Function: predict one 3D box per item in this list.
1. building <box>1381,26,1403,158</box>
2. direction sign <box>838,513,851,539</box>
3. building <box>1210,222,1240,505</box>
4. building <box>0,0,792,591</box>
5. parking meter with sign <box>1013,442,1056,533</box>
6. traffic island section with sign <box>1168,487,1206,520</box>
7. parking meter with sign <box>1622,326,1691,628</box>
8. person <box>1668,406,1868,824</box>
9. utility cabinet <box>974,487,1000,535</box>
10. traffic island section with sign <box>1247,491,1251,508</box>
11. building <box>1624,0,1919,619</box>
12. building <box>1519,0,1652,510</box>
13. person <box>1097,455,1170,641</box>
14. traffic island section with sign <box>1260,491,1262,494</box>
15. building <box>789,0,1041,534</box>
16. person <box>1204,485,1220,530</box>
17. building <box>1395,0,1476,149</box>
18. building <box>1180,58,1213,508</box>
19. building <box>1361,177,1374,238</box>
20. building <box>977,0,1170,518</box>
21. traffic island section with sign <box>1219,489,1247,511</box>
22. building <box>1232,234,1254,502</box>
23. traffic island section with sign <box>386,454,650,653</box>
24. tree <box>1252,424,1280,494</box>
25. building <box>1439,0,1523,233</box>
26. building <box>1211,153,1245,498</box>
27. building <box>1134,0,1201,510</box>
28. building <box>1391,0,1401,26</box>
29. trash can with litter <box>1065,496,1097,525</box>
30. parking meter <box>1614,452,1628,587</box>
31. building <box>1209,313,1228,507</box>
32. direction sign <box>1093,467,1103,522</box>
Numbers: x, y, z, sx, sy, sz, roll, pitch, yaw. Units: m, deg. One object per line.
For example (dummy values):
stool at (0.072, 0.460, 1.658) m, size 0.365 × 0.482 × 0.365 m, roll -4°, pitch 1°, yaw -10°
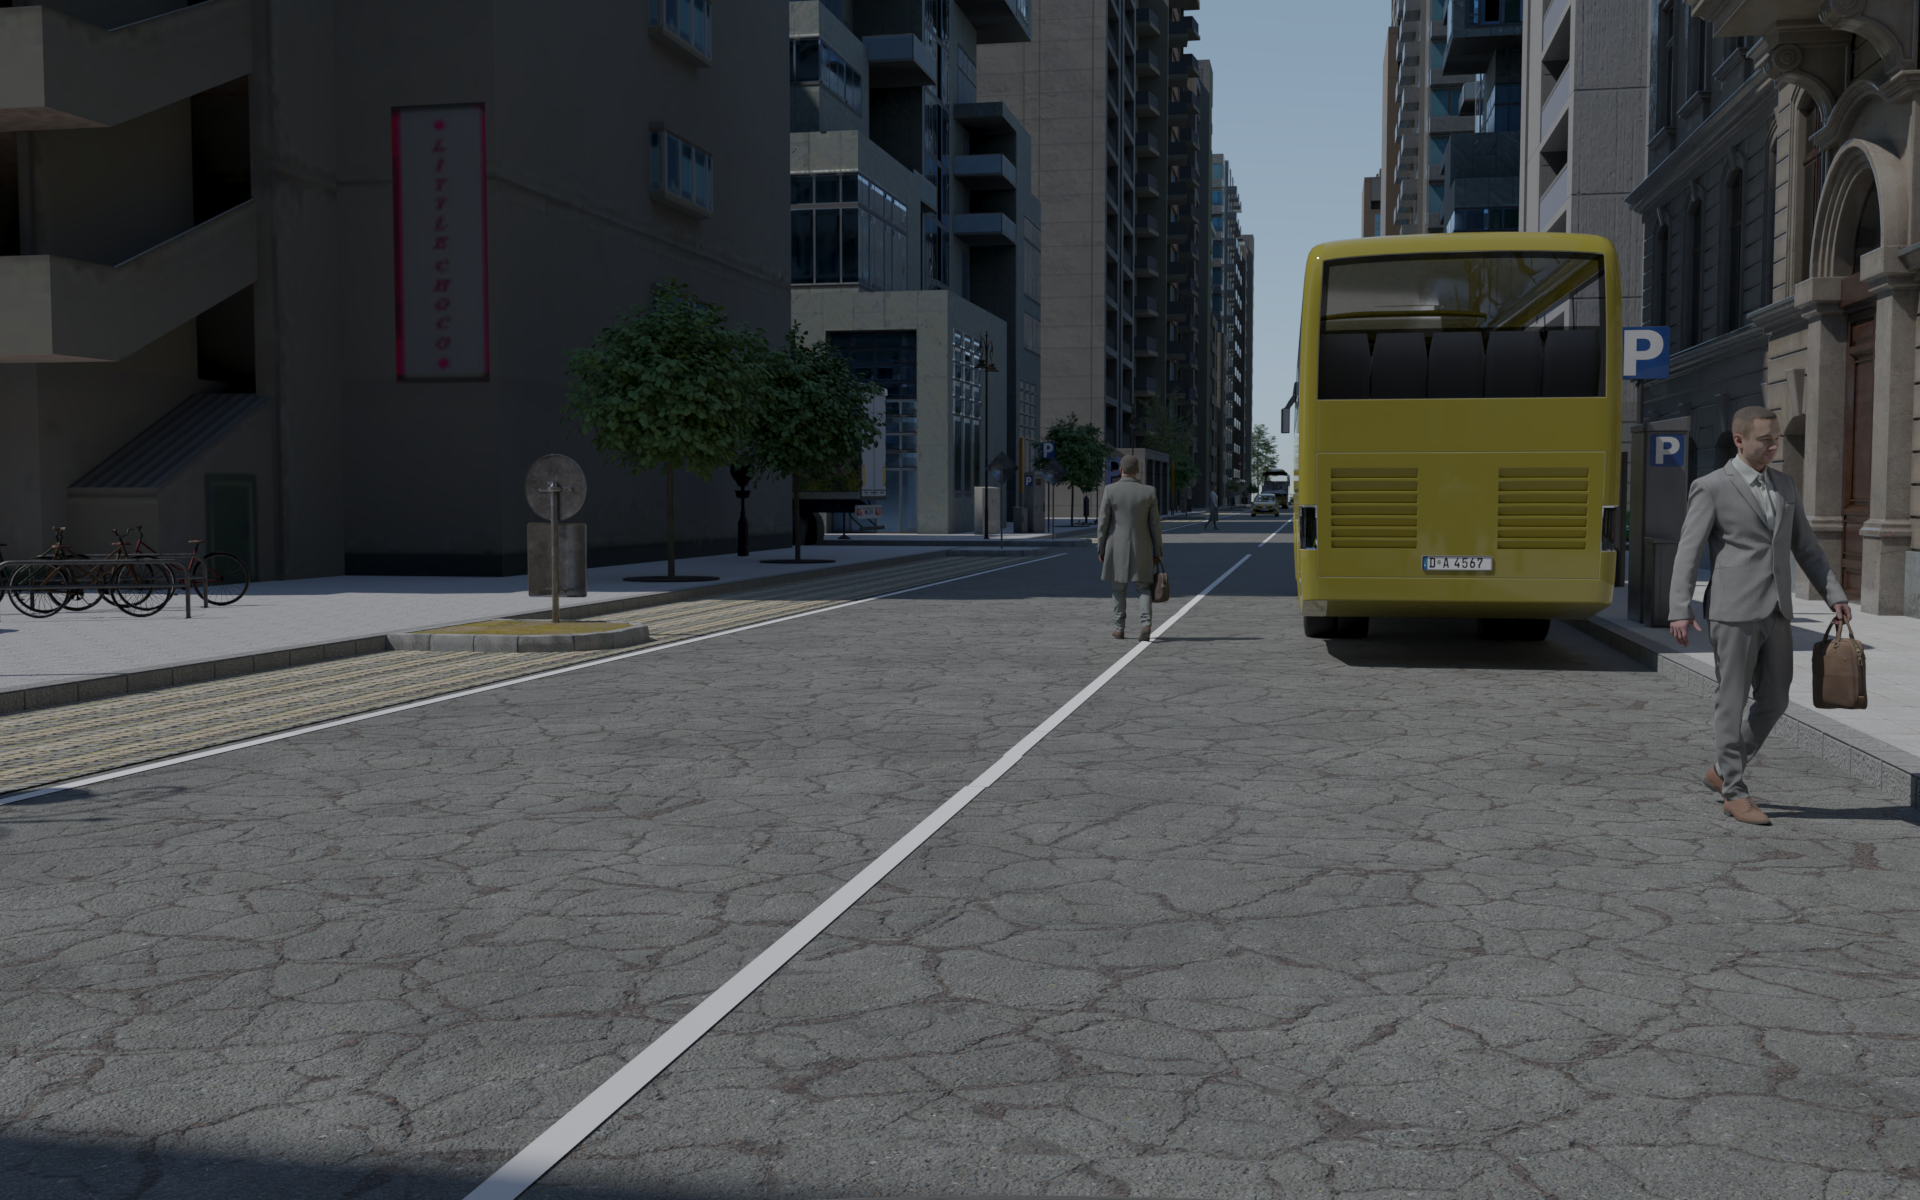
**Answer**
building at (46.769, -31.353, 162.726) m, size 14.600 × 45.320 × 14.200 m, roll 1°, pitch 4°, yaw 12°
direction sign at (-3.287, -3.490, 49.053) m, size 0.876 × 3.537 × 0.379 m, roll -1°, pitch 4°, yaw -20°
building at (19.210, -32.294, 219.892) m, size 32.217 × 40.220 × 23.993 m, roll 1°, pitch 4°, yaw 12°
building at (-16.450, -24.949, 31.614) m, size 21.600 × 48.544 × 21.300 m, roll 1°, pitch 4°, yaw 12°
parking meter with sign at (2.444, -3.732, 57.277) m, size 0.543 × 3.016 × 1.738 m, roll 3°, pitch 5°, yaw 40°
traffic island section with sign at (12.778, -5.425, 97.325) m, size 1.989 × 1.847 × 2.006 m, roll 1°, pitch 4°, yaw 12°
parking meter with sign at (6.959, -1.287, 17.307) m, size 0.543 × 3.016 × 1.738 m, roll 1°, pitch 4°, yaw 10°
person at (3.489, 0.063, 7.592) m, size 0.709 × 1.813 × 0.853 m, roll -1°, pitch 4°, yaw -16°
utility cabinet at (0.858, -2.767, 53.915) m, size 0.318 × 1.500 × 1.173 m, roll 2°, pitch 4°, yaw 28°
traffic island section with sign at (28.445, -10.023, 172.506) m, size 1.989 × 1.847 × 2.006 m, roll 1°, pitch 4°, yaw 12°
building at (15.671, -12.160, 17.906) m, size 14.460 × 24.649 × 34.723 m, roll 1°, pitch 4°, yaw 12°
building at (32.462, -31.125, 50.893) m, size 28.212 × 58.520 × 21.231 m, roll 1°, pitch 4°, yaw 12°
person at (1.688, -0.512, 16.968) m, size 0.694 × 1.812 × 0.767 m, roll 0°, pitch 4°, yaw -1°
traffic island section with sign at (45.277, -14.964, 253.294) m, size 1.989 × 1.847 × 2.006 m, roll 1°, pitch 4°, yaw 12°
building at (-8.157, -46.306, 69.776) m, size 22.319 × 86.520 × 31.000 m, roll 1°, pitch 4°, yaw 12°
person at (10.112, -3.717, 69.505) m, size 0.641 × 1.798 × 0.478 m, roll 2°, pitch 4°, yaw 26°
building at (46.710, -31.800, 139.541) m, size 23.786 × 49.044 × 30.456 m, roll 1°, pitch 4°, yaw 12°
building at (15.658, -29.117, 159.665) m, size 14.154 × 41.232 × 14.086 m, roll 1°, pitch 4°, yaw 12°
building at (61.899, -35.886, 236.845) m, size 14.600 × 45.320 × 14.200 m, roll 1°, pitch 4°, yaw 12°
building at (1.981, -40.633, 102.604) m, size 20.563 × 71.187 × 20.611 m, roll 1°, pitch 4°, yaw 12°
traffic island section with sign at (22.938, -8.409, 146.117) m, size 1.989 × 1.847 × 2.006 m, roll 1°, pitch 4°, yaw 12°
building at (37.736, -35.655, 266.554) m, size 14.154 × 41.232 × 14.086 m, roll 1°, pitch 4°, yaw 12°
traffic island section with sign at (-4.076, -0.482, 16.512) m, size 1.989 × 1.847 × 2.006 m, roll 1°, pitch 4°, yaw 12°
tree at (47.867, -22.056, 278.744) m, size 7.486 × 12.596 × 7.792 m, roll 0°, pitch 3°, yaw 0°
building at (34.472, -47.530, 89.791) m, size 22.319 × 86.520 × 31.000 m, roll 1°, pitch 4°, yaw 12°
building at (28.245, -38.286, 245.581) m, size 23.786 × 49.044 × 30.456 m, roll 1°, pitch 4°, yaw 12°
building at (7.563, -29.646, 139.342) m, size 22.147 × 44.769 × 28.867 m, roll 1°, pitch 4°, yaw 12°
building at (52.831, -45.286, 178.672) m, size 20.563 × 71.187 × 20.611 m, roll 1°, pitch 4°, yaw 12°
trash can with litter at (5.081, -3.704, 71.610) m, size 1.678 × 1.210 × 2.233 m, roll 1°, pitch 4°, yaw 9°
parking meter at (9.014, -1.120, 24.022) m, size 0.399 × 1.863 × 0.255 m, roll 3°, pitch 4°, yaw 36°
building at (13.538, -20.659, 182.806) m, size 27.650 × 21.520 × 28.899 m, roll 1°, pitch 4°, yaw 12°
direction sign at (6.205, -5.276, 78.257) m, size 0.379 × 3.537 × 0.876 m, roll 2°, pitch 4°, yaw 35°
